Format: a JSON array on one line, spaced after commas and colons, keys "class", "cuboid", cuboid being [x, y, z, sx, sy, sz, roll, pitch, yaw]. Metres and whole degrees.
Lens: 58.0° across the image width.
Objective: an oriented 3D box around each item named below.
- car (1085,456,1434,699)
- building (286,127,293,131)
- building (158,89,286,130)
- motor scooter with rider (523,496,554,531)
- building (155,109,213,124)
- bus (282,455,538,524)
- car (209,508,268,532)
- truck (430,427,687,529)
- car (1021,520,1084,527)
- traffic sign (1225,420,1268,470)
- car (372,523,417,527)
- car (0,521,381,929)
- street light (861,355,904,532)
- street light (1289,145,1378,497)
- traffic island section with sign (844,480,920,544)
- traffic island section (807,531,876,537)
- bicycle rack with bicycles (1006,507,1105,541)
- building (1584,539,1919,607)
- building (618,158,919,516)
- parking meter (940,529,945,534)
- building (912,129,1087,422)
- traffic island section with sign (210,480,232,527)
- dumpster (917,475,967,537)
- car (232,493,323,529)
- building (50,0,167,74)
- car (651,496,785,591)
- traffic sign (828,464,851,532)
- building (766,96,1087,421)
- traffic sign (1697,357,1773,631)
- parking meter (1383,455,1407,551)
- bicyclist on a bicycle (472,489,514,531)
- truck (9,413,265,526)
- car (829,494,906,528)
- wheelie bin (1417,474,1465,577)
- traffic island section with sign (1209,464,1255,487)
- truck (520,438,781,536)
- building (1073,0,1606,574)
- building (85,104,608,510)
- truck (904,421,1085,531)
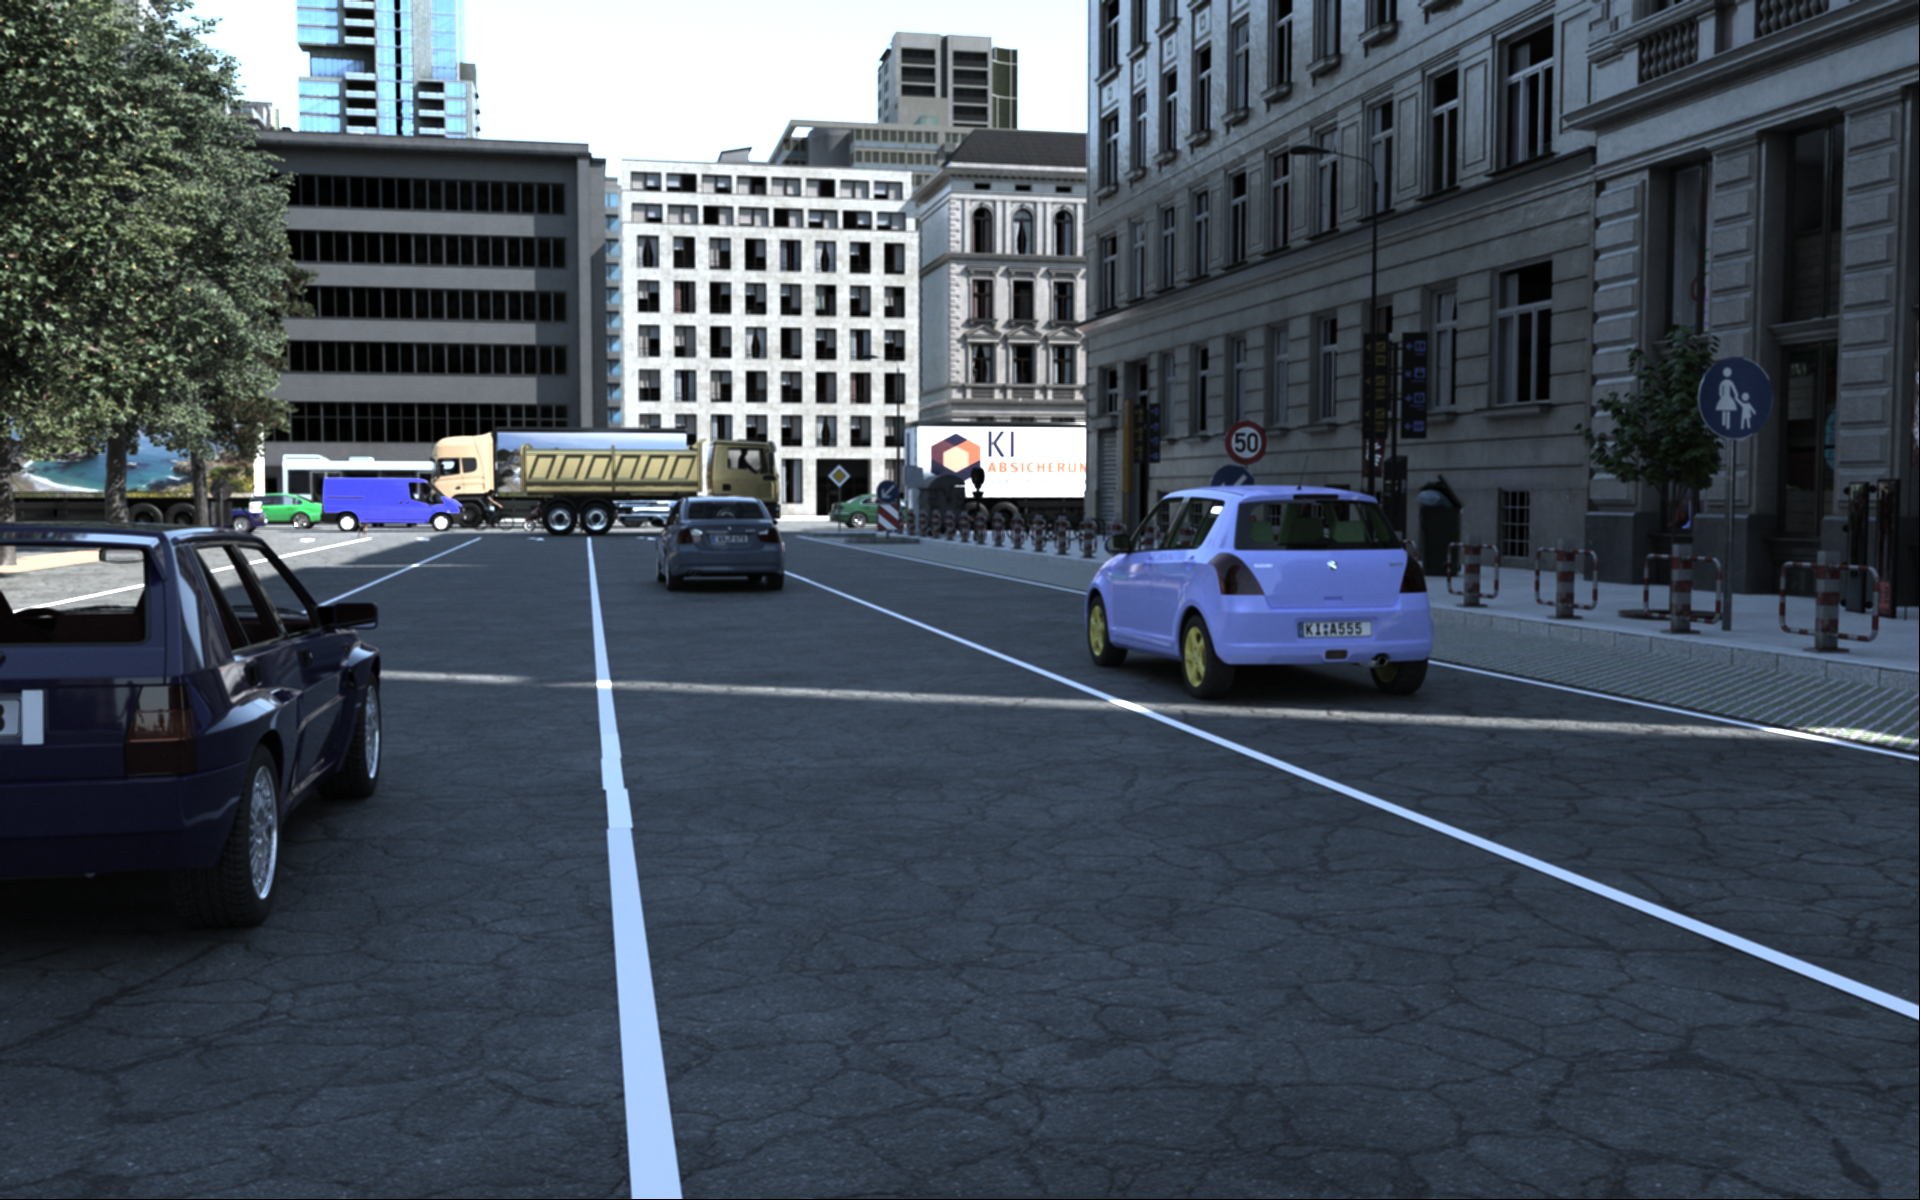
[{"class": "car", "cuboid": [2.173, -0.240, 13.513, 1.945, 1.707, 3.694, -1, 4, -12]}, {"class": "building", "cuboid": [-80.151, -31.170, 193.221, 14.086, 41.232, 14.154, -1, 4, -12]}, {"class": "building", "cuboid": [-76.293, -29.991, 173.946, 14.154, 41.232, 14.086, -1, 4, -12]}, {"class": "motor scooter with rider", "cuboid": [-15.771, -3.520, 66.522, 1.986, 1.779, 0.876, -1, 4, -13]}, {"class": "building", "cuboid": [-79.989, -28.248, 153.735, 32.217, 40.220, 23.993, -1, 4, -12]}, {"class": "bus", "cuboid": [-25.517, -5.435, 83.724, 13.247, 3.499, 2.948, -1, 4, -13]}, {"class": "car", "cuboid": [-27.781, -3.156, 64.174, 3.894, 1.354, 1.945, -1, 4, -14]}, {"class": "truck", "cuboid": [-17.347, -5.189, 73.748, 11.283, 4.237, 2.839, -1, 4, -13]}, {"class": "car", "cuboid": [3.928, -3.987, 74.974, 4.222, 1.686, 2.009, -1, 4, -14]}, {"class": "traffic sign", "cuboid": [4.938, -1.828, 29.999, 0.768, 2.556, 0.104, -1, 4, -8]}, {"class": "car", "cuboid": [-25.044, -4.109, 76.769, 1.945, 1.707, 3.694, -1, 4, -12]}, {"class": "car", "cuboid": [-3.403, 0.347, 6.902, 1.945, 1.354, 3.894, -1, 4, -11]}, {"class": "street light", "cuboid": [-2.598, -5.227, 58.001, 1.470, 5.913, 1.316, -1, 4, -12]}, {"class": "street light", "cuboid": [5.052, -3.105, 23.307, 1.470, 5.913, 1.316, -1, 4, -12]}, {"class": "traffic island section with sign", "cuboid": [-2.325, -2.549, 50.311, 1.989, 1.847, 2.006, -1, 4, -12]}, {"class": "traffic island section", "cuboid": [-4.034, -2.199, 58.235, 2.009, 0.180, 2.903, -1, 4, -12]}, {"class": "bicycle rack with bicycles", "cuboid": [2.717, -2.112, 47.919, 2.925, 0.926, 2.852, -1, 4, -9]}, {"class": "building", "cuboid": [15.868, -11.502, 16.935, 11.050, 23.489, 19.941, -1, 4, -12]}, {"class": "building", "cuboid": [-11.705, -15.231, 103.785, 16.860, 20.320, 10.420, -1, 4, -12]}, {"class": "parking meter", "cuboid": [-0.590, -2.893, 55.715, 0.372, 1.533, 0.369, 0, 3, 0]}, {"class": "building", "cuboid": [7.487, -17.045, 107.556, 19.941, 23.489, 11.050, -1, 4, -12]}, {"class": "traffic island section with sign", "cuboid": [-23.295, -2.825, 54.318, 2.006, 1.907, 1.989, -1, 4, -12]}, {"class": "dumpster", "cuboid": [-0.531, -2.885, 52.923, 1.264, 1.857, 1.865, -1, 4, -12]}, {"class": "car", "cuboid": [-28.413, -3.818, 71.222, 4.718, 1.807, 1.959, -1, 4, -12]}, {"class": "building", "cuboid": [-100.026, -39.300, 184.560, 28.212, 58.520, 21.231, -1, 4, -12]}, {"class": "car", "cuboid": [-3.801, -0.926, 27.137, 2.014, 1.417, 4.499, -1, 4, -13]}, {"class": "traffic sign", "cuboid": [-4.055, -3.334, 58.153, 0.795, 2.450, 0.064, -1, 4, -12]}, {"class": "building", "cuboid": [-5.927, -29.457, 173.506, 32.217, 40.220, 23.993, -1, 4, -12]}, {"class": "traffic sign", "cuboid": [7.203, -0.984, 16.200, 0.768, 2.556, 0.104, -1, 4, -10]}, {"class": "parking meter", "cuboid": [6.557, -1.249, 26.125, 0.255, 1.863, 0.399, 2, 4, 34]}, {"class": "bicyclist on a bicycle", "cuboid": [-18.375, -3.553, 68.111, 1.625, 1.676, 1.499, -1, 4, -14]}, {"class": "truck", "cuboid": [-29.680, -4.263, 58.614, 11.283, 4.237, 2.839, -1, 4, -14]}, {"class": "car", "cuboid": [-3.124, -3.792, 73.803, 4.920, 1.459, 2.131, -1, 4, -13]}, {"class": "wheelie bin", "cuboid": [7.529, -1.176, 27.137, 0.693, 1.594, 0.980, 1, 4, 20]}, {"class": "traffic island section with sign", "cuboid": [3.394, -0.938, 23.967, 1.989, 1.847, 2.006, -1, 4, -12]}, {"class": "truck", "cuboid": [-10.481, -4.004, 61.397, 9.791, 3.379, 3.469, -1, 4, -12]}, {"class": "building", "cuboid": [14.065, -12.785, 42.316, 16.112, 22.955, 30.059, -1, 4, -12]}, {"class": "building", "cuboid": [-35.761, -17.198, 100.246, 30.058, 24.678, 14.314, -1, 4, -12]}, {"class": "truck", "cuboid": [3.515, -4.869, 68.524, 11.283, 4.237, 2.839, -1, 4, -13]}]
